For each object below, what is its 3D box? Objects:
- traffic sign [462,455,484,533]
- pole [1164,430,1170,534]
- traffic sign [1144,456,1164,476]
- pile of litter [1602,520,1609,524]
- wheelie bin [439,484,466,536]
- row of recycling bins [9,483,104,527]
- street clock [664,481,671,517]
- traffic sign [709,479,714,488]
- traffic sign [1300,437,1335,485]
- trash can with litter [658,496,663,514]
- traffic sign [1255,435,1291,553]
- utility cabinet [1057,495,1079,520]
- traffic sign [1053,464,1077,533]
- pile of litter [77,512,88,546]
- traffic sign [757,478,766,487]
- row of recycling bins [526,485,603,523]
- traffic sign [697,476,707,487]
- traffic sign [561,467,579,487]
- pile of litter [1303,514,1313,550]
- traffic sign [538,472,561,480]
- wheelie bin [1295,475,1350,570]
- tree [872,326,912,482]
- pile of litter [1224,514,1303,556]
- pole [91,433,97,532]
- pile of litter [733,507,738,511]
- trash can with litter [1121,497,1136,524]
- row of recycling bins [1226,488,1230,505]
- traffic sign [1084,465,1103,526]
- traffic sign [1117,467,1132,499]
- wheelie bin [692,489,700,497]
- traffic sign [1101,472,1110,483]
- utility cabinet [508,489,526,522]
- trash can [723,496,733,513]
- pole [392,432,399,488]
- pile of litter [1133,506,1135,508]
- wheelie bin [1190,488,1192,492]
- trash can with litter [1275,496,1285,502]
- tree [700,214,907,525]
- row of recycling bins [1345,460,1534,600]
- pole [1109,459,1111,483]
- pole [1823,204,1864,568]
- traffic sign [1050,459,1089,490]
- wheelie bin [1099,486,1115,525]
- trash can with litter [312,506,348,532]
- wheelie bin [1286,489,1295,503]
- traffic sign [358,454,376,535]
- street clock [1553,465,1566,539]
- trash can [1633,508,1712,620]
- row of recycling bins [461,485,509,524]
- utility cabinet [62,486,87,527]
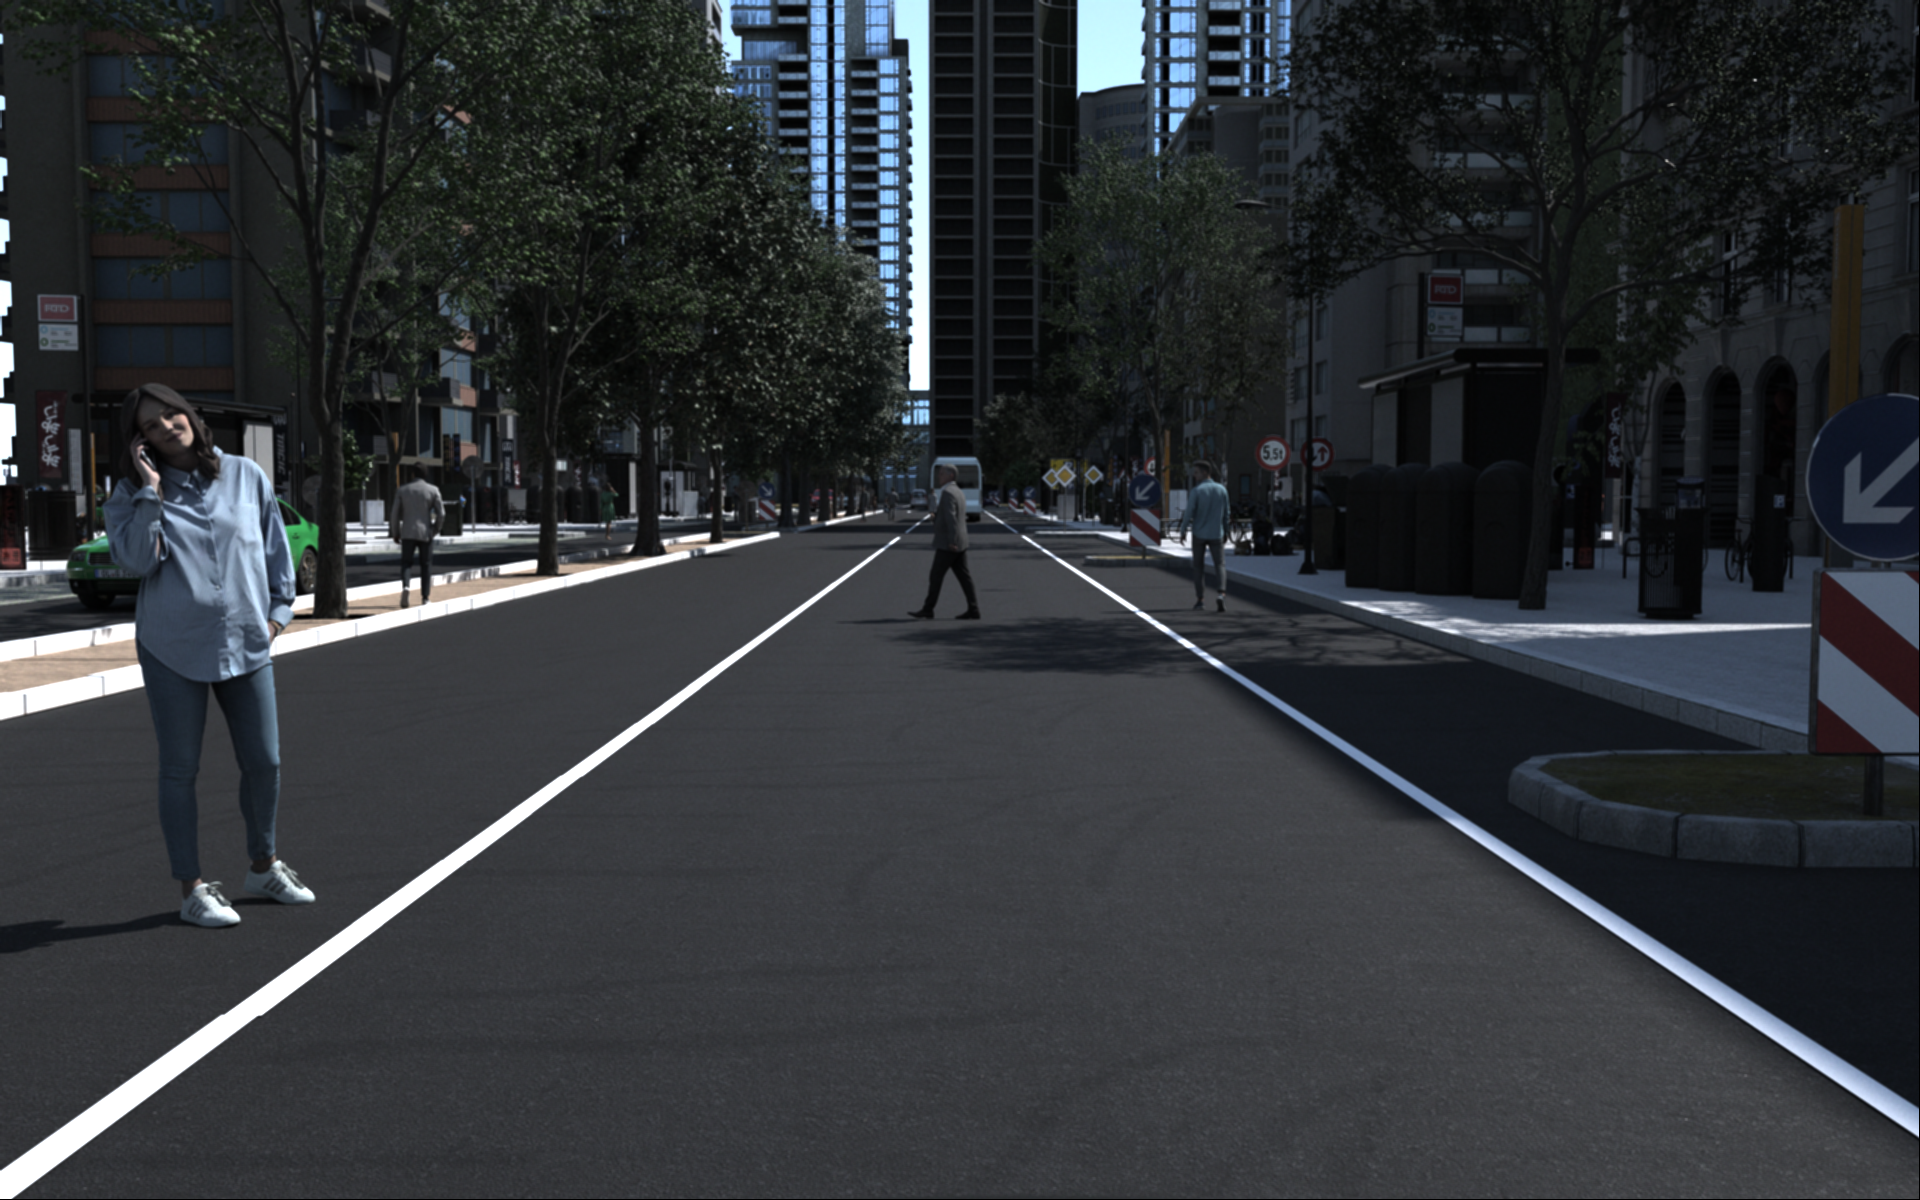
[{"bbox_3d":[-16.022,-3.479,56.982,0.768,2.556,0.104,0,4,6],"label":"traffic sign"},{"bbox_3d":[6.616,-3.765,55.395,0.158,3.312,0.155,0,3,0],"label":"pole"},{"bbox_3d":[6.572,-3.560,58.318,0.768,2.556,0.104,0,4,7],"label":"traffic sign"},{"bbox_3d":[27.335,-3.718,74.754,1.176,0.858,1.719,0,4,2],"label":"pile of litter"},{"bbox_3d":[-15.554,-2.751,52.885,0.980,1.594,0.693,0,4,-4],"label":"wheelie bin"},{"bbox_3d":[-35.441,-3.709,67.758,3.534,1.692,1.069,-1,4,-22],"label":"row of recycling bins"},{"bbox_3d":[-16.495,-5.698,97.729,0.358,2.002,0.471,-2,4,-29],"label":"street clock"},{"bbox_3d":[-16.720,-7.058,117.524,0.606,2.300,0.079,0,4,3],"label":"traffic sign"},{"bbox_3d":[8.007,-2.372,38.881,0.768,2.556,0.104,0,4,6],"label":"traffic sign"},{"bbox_3d":[-19.360,-6.034,109.709,2.233,1.210,1.678,-1,4,-8],"label":"trash can with litter"},{"bbox_3d":[6.787,-2.294,37.611,0.768,2.556,0.104,1,4,9],"label":"traffic sign"},{"bbox_3d":[5.340,-4.567,85.835,1.020,1.237,0.306,-1,4,-15],"label":"utility cabinet"},{"bbox_3d":[3.476,-3.293,57.479,0.795,2.450,0.064,0,3,0],"label":"traffic sign"},{"bbox_3d":[-21.484,-1.700,41.767,1.176,0.858,1.719,-2,4,-29],"label":"pile of litter"},{"bbox_3d":[-15.921,-8.479,138.743,0.768,2.556,0.104,0,4,2],"label":"traffic sign"},{"bbox_3d":[-17.646,-4.306,77.516,3.534,1.692,1.069,-3,4,-36],"label":"row of recycling bins"},{"bbox_3d":[-17.822,-7.326,119.887,0.768,2.556,0.104,1,4,8],"label":"traffic sign"},{"bbox_3d":[-18.544,-5.037,82.356,0.884,2.594,0.081,0,4,0],"label":"traffic sign"},{"bbox_3d":[8.186,-1.596,40.059,1.719,0.858,1.176,0,4,-7],"label":"pile of litter"},{"bbox_3d":[-13.618,-3.293,57.485,0.795,2.450,0.064,0,3,0],"label":"traffic sign"},{"bbox_3d":[6.338,-1.316,29.428,0.980,1.594,0.693,-2,4,-35],"label":"wheelie bin"},{"bbox_3d":[-6.992,-9.172,69.425,9.611,12.733,9.660,0,3,0],"label":"tree"},{"bbox_3d":[6.259,-1.373,36.407,1.719,0.858,1.176,1,4,12],"label":"pile of litter"},{"bbox_3d":[-29.001,-3.917,57.887,0.158,3.312,0.155,0,3,0],"label":"pole"},{"bbox_3d":[-17.266,-7.346,134.076,1.719,0.858,1.176,-1,4,-22],"label":"pile of litter"},{"bbox_3d":[7.062,-3.872,74.693,1.055,1.170,0.624,-3,5,-43],"label":"trash can with litter"},{"bbox_3d":[15.480,-5.894,103.482,1.069,1.692,3.534,1,4,19],"label":"row of recycling bins"},{"bbox_3d":[5.280,-4.118,68.522,0.795,2.450,0.064,0,4,4],"label":"traffic sign"},{"bbox_3d":[7.751,-5.012,81.947,0.884,2.594,0.081,0,4,1],"label":"traffic sign"},{"bbox_3d":[-16.669,-6.244,109.993,0.980,1.594,0.693,-1,4,-11],"label":"wheelie bin"},{"bbox_3d":[8.222,-6.057,99.135,0.768,2.556,0.104,0,4,0],"label":"traffic sign"},{"bbox_3d":[-20.447,-4.318,79.276,1.173,1.500,0.318,-1,4,-11],"label":"utility cabinet"},{"bbox_3d":[-16.037,-6.618,119.864,0.748,1.137,0.748,0,3,0],"label":"trash can"},{"bbox_3d":[-18.681,-3.885,57.357,0.158,3.312,0.155,0,3,0],"label":"pole"},{"bbox_3d":[12.178,-6.830,125.638,1.176,0.858,1.719,2,4,33],"label":"pile of litter"},{"bbox_3d":[11.747,-4.746,85.497,0.980,1.594,0.693,1,4,20],"label":"wheelie bin"},{"bbox_3d":[17.356,-4.970,92.639,1.055,1.170,0.624,3,5,40],"label":"trash can with litter"},{"bbox_3d":[-7.201,-10.410,79.322,9.857,13.997,8.962,0,3,0],"label":"tree"},{"bbox_3d":[6.212,-0.946,22.573,1.069,1.692,3.534,-1,4,-21],"label":"row of recycling bins"},{"bbox_3d":[8.625,-6.453,99.346,0.158,3.312,0.155,0,3,0],"label":"pole"},{"bbox_3d":[6.285,-1.132,12.345,0.158,3.312,0.155,0,3,0],"label":"pole"},{"bbox_3d":[6.278,-6.452,99.361,2.265,3.308,0.079,0,4,5],"label":"traffic sign"},{"bbox_3d":[6.187,-3.901,71.684,0.980,1.594,0.693,-1,4,-17],"label":"wheelie bin"},{"bbox_3d":[-21.085,-2.851,58.001,0.624,1.170,1.055,2,4,27],"label":"trash can with litter"},{"bbox_3d":[18.877,-5.534,98.391,0.693,1.594,0.980,1,4,11],"label":"wheelie bin"},{"bbox_3d":[-18.750,-3.327,54.502,0.768,2.556,0.104,0,4,8],"label":"traffic sign"},{"bbox_3d":[15.148,-2.381,43.503,0.471,2.002,0.358,2,4,30],"label":"street clock"},{"bbox_3d":[7.312,-0.377,17.814,0.748,1.137,0.748,0,3,0],"label":"trash can"},{"bbox_3d":[-21.106,-4.170,75.288,1.069,1.692,3.534,2,4,31],"label":"row of recycling bins"},{"bbox_3d":[-23.191,-2.245,45.390,0.318,1.500,1.173,-3,5,-40],"label":"utility cabinet"}]
